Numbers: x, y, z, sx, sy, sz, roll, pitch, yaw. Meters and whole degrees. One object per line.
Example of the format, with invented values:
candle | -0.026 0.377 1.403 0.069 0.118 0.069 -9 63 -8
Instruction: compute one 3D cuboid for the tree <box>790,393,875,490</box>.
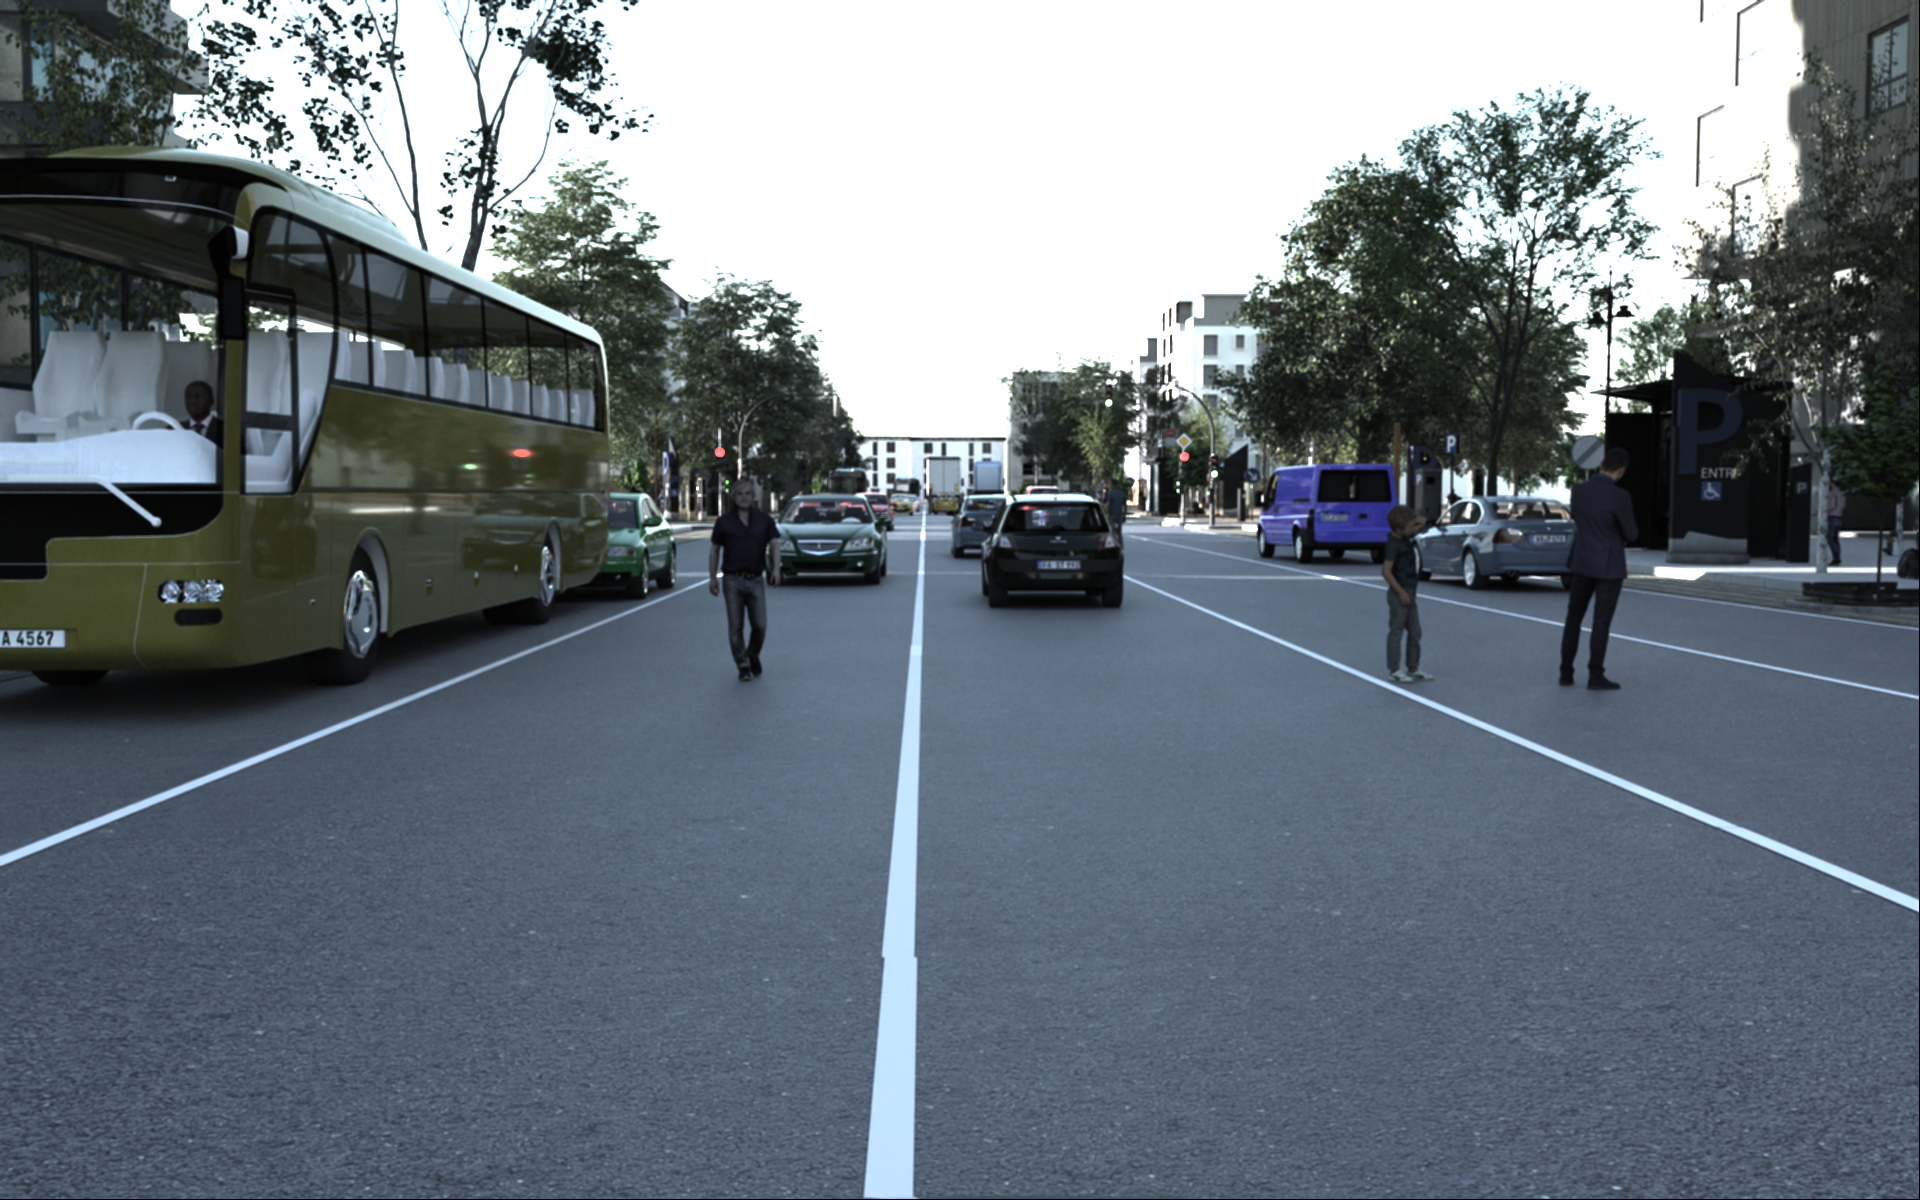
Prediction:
tree | -14.831 -17.117 196.878 9.611 12.733 9.660 0 3 0

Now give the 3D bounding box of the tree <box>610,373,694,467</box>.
tree | -23.219 -11.727 126.152 8.767 10.594 7.601 -3 4 -38

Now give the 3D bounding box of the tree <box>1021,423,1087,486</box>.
tree | 11.014 -16.310 201.085 8.767 10.594 7.601 1 4 9

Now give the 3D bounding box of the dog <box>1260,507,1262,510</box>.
dog | 24.286 -7.449 139.522 0.550 0.427 0.748 2 4 34

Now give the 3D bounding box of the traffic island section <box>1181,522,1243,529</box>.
traffic island section | 10.414 -3.004 71.401 2.009 0.180 2.903 0 4 -1

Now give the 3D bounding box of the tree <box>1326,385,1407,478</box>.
tree | 33.084 -13.367 136.680 7.486 12.596 7.792 0 3 0

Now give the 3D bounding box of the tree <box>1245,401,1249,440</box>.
tree | 18.584 -9.397 104.010 4.360 8.622 3.978 0 3 0

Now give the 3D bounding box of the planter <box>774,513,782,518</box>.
planter | -10.156 -5.110 104.694 1.991 0.319 1.994 0 4 -1

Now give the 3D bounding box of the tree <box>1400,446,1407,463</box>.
tree | 33.623 -10.869 128.070 4.360 8.622 3.978 0 3 0

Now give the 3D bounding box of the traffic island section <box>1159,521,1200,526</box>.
traffic island section | 10.254 -3.493 79.385 2.009 0.180 2.903 0 4 -1

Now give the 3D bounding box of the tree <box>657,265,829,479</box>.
tree | -12.238 -11.685 97.697 9.857 13.997 8.962 0 3 0

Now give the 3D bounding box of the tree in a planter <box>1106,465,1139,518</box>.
tree in a planter | 9.743 -6.571 104.665 1.991 3.239 1.994 0 4 -1

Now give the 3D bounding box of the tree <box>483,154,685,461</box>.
tree | -12.839 -8.570 58.244 7.486 12.596 7.792 0 3 0

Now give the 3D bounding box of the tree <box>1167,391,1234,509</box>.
tree | 16.798 -10.612 123.865 4.737 8.622 4.395 0 3 0

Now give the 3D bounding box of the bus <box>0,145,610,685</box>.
bus | -5.722 -1.510 16.232 2.896 3.916 12.252 0 4 0

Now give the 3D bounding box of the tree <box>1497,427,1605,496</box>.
tree | 54.275 -11.290 147.501 11.467 7.101 20.602 3 5 40

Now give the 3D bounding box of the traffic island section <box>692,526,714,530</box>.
traffic island section | -9.803 -2.980 71.002 2.009 0.180 2.903 0 4 -1

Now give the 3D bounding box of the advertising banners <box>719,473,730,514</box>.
advertising banners | -11.776 -5.524 86.504 0.090 3.025 2.074 0 4 7

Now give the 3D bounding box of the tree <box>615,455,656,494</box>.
tree | -12.873 -4.608 69.949 1.663 3.219 1.824 0 3 0

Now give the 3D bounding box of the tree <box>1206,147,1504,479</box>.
tree | 13.410 -8.599 57.595 9.611 12.733 9.660 0 3 0

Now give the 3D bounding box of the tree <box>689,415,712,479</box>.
tree | -22.808 -11.621 140.367 4.737 8.622 4.395 0 3 0

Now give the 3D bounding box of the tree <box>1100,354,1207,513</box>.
tree | 12.879 -11.054 115.139 7.601 10.594 8.767 0 4 1

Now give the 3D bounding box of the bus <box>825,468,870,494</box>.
bus | -7.765 -7.737 121.354 2.948 3.499 13.247 0 4 -3

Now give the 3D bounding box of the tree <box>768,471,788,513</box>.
tree | -12.898 -7.653 119.732 1.663 3.219 1.824 0 3 0

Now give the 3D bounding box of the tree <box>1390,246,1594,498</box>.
tree | 25.843 -11.048 87.291 9.857 13.997 8.962 0 3 0

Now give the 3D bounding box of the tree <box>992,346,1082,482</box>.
tree | 10.587 -22.399 222.106 12.611 20.169 13.585 0 3 0

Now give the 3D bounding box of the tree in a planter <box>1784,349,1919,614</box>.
tree in a planter | 11.410 -1.480 21.420 1.991 3.239 1.994 0 4 -1

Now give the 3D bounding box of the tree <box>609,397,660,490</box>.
tree | -23.134 -10.066 114.949 4.737 8.622 4.395 0 3 0

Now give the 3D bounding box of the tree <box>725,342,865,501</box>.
tree | -13.877 -14.027 139.717 12.009 13.543 11.850 0 3 0

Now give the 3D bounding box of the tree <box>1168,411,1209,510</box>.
tree | 18.738 -11.651 140.853 4.360 8.622 3.978 0 3 0

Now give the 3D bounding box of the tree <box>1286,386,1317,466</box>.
tree | 31.163 -14.174 149.868 7.486 12.596 7.792 0 3 0

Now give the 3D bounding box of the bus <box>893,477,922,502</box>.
bus | -5.718 -11.687 185.938 2.948 3.499 13.247 0 4 -3

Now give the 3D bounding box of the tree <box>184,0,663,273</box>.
tree | -13.107 -11.477 43.533 12.611 20.169 13.585 0 3 0

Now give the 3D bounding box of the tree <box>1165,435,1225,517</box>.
tree | 13.132 -6.918 96.816 4.285 4.588 4.351 0 3 0

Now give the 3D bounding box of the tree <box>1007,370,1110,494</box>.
tree | 10.949 -15.892 170.211 12.009 13.543 11.850 0 3 0

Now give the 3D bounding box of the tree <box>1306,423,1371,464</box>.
tree | 24.628 -9.644 108.035 4.737 8.622 4.395 0 3 0

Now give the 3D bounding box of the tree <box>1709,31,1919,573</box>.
tree | 13.999 -4.761 28.208 4.360 8.622 3.978 0 3 0

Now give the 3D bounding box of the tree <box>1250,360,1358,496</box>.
tree | 18.067 -8.497 89.281 4.360 8.622 3.978 0 3 0

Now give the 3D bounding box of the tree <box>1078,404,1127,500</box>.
tree | 11.450 -11.759 142.626 4.737 8.622 4.395 0 3 0

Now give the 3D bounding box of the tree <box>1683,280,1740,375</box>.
tree | 50.278 -12.656 108.743 13.155 14.587 18.604 0 4 -5

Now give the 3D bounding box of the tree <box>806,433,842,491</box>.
tree | -14.162 -13.941 178.297 4.737 8.622 4.395 0 3 0

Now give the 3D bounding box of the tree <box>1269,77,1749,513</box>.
tree | 13.643 -7.209 43.630 9.928 11.665 9.643 0 3 0

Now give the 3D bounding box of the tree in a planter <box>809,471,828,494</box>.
tree in a planter | -10.695 -8.216 131.555 1.991 3.239 1.994 0 4 -1

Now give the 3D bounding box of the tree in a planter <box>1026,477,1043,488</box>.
tree in a planter | 8.195 -11.272 181.516 1.991 3.239 1.994 0 4 -1

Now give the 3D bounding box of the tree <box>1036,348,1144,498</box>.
tree | 11.401 -15.007 152.014 9.857 13.997 8.962 0 3 0

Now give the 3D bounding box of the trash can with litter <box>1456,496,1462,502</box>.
trash can with litter | 23.421 -4.269 81.180 0.624 1.170 1.055 0 4 3

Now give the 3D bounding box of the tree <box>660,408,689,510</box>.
tree | -23.727 -11.273 134.678 4.737 8.622 4.395 0 3 0

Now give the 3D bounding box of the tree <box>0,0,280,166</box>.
tree | -10.915 -4.403 22.349 4.737 8.622 4.395 0 3 0

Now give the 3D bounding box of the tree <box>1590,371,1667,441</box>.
tree | 37.427 -8.943 96.587 4.737 8.622 4.395 0 3 0

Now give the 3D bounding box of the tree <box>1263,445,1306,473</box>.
tree | 22.692 -10.468 121.517 4.737 8.622 4.395 0 3 0

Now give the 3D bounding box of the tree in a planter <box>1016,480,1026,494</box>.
tree in a planter | 7.650 -12.973 209.329 1.991 3.239 1.994 0 4 -1
